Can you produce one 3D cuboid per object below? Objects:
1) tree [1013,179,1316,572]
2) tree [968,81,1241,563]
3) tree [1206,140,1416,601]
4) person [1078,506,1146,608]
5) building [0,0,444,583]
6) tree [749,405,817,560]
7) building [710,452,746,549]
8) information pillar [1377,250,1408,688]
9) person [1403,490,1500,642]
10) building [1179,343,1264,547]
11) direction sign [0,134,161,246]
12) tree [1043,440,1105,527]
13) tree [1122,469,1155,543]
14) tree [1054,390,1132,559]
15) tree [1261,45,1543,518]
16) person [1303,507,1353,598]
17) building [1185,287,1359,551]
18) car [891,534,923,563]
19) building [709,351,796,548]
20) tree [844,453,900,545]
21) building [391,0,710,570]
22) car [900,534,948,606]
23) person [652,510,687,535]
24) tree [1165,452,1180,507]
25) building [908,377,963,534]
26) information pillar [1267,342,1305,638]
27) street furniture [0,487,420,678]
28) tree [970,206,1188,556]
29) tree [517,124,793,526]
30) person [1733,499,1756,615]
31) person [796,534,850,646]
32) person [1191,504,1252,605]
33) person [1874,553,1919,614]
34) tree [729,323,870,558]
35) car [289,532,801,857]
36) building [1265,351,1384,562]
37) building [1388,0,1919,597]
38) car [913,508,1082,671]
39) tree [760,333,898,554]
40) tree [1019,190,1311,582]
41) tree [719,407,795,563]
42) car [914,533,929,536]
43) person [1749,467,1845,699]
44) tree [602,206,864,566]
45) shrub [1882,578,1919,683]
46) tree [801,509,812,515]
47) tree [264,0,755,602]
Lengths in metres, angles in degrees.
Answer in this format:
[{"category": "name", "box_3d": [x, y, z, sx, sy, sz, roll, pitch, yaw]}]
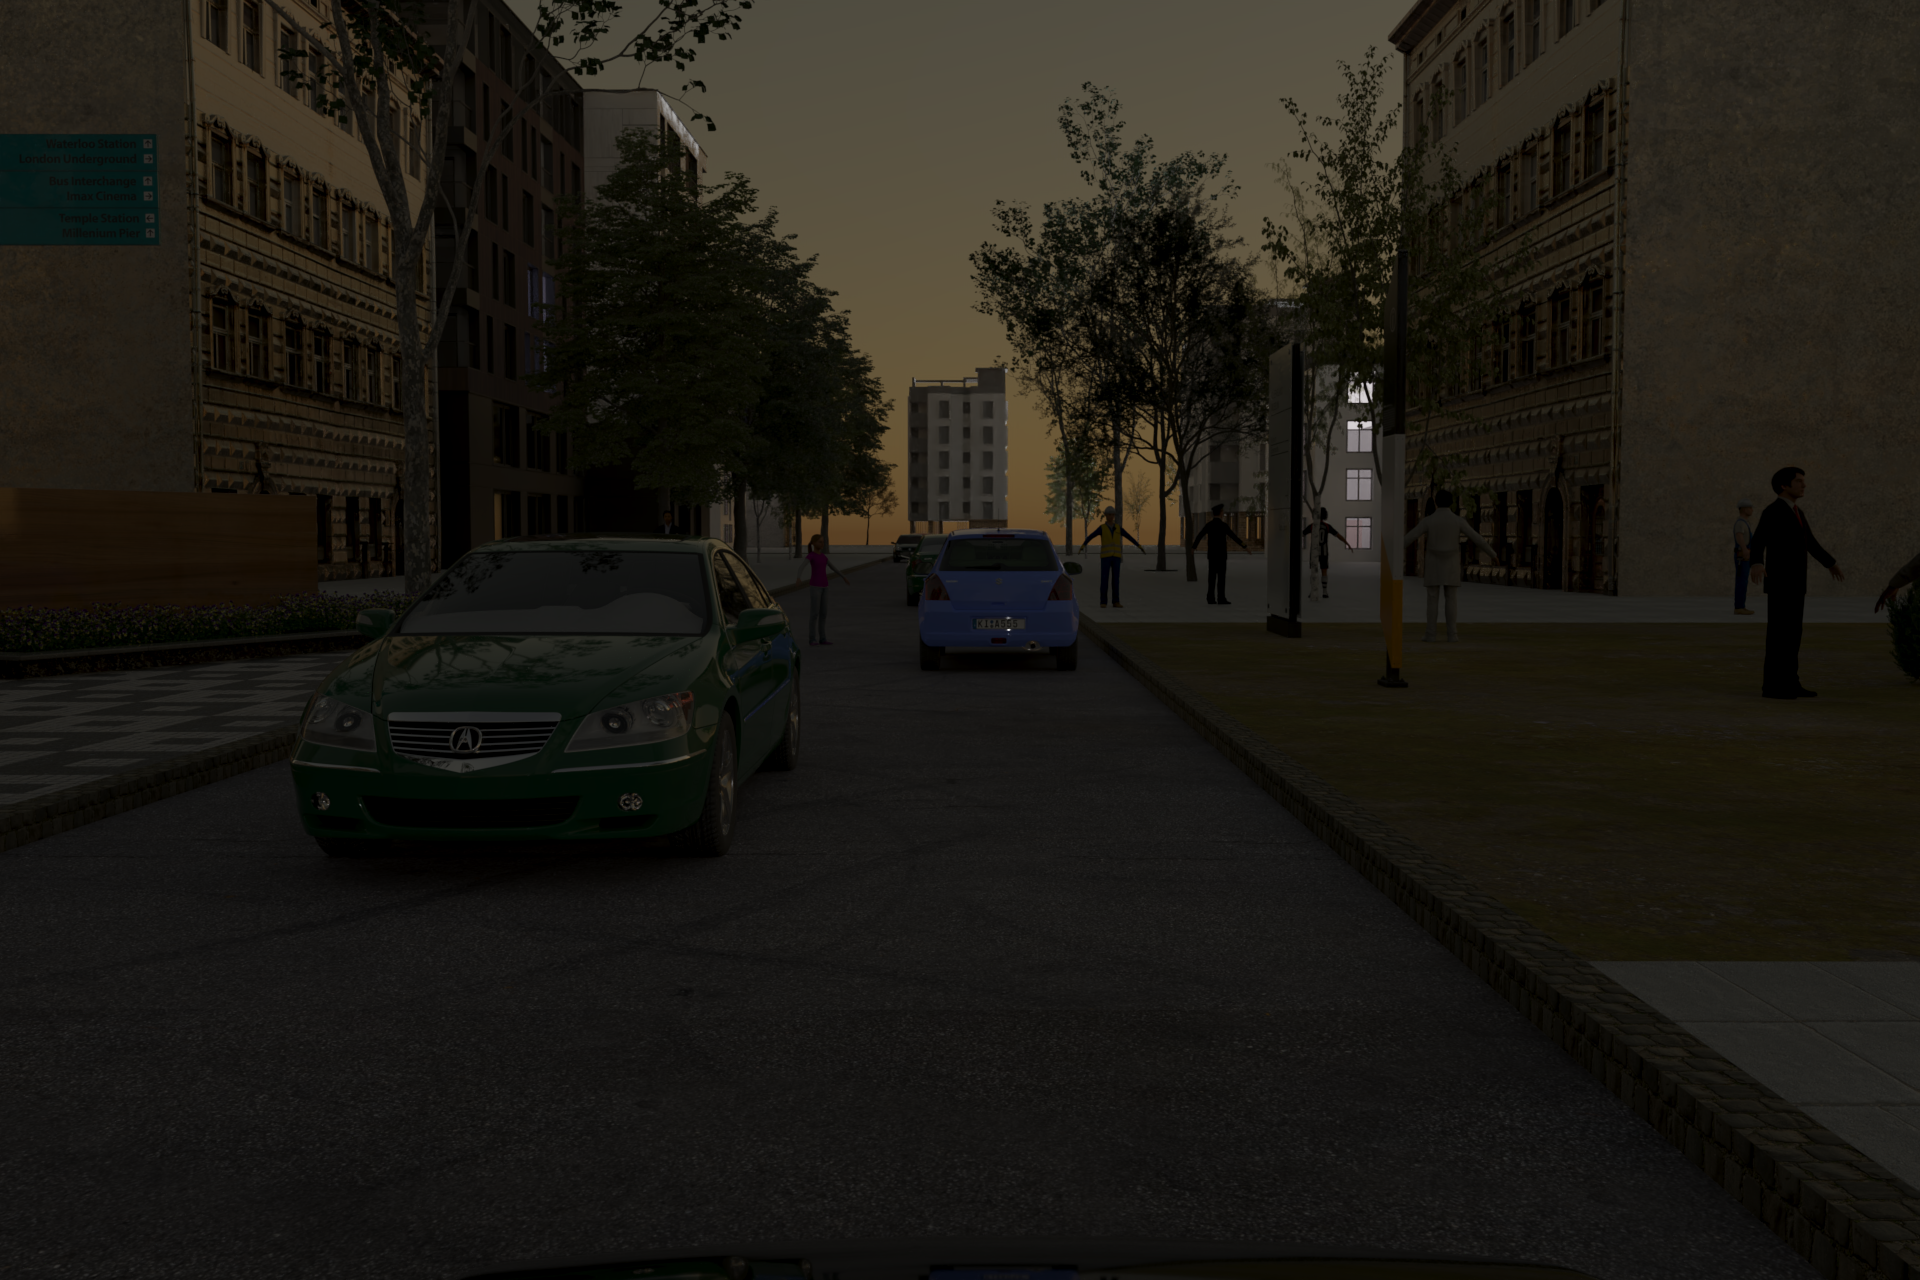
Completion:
[{"category": "tree", "box_3d": [7.088, -9.113, 59.359, 12.009, 13.543, 11.850, 0, 3, 0]}, {"category": "tree", "box_3d": [5.760, -13.436, 75.570, 12.611, 20.169, 13.585, 0, 3, 0]}, {"category": "tree", "box_3d": [6.775, -5.038, 32.736, 4.360, 8.622, 3.978, 0, 3, 0]}, {"category": "person", "box_3d": [2.636, -1.447, 30.126, 1.216, 1.772, 0.721, -1, 4, -11]}, {"category": "building", "box_3d": [-26.171, -13.201, 46.768, 19.493, 23.208, 18.063, 0, 4, 0]}, {"category": "tree", "box_3d": [-8.677, -8.300, 86.064, 4.737, 8.622, 4.395, 0, 3, 0]}, {"category": "building", "box_3d": [-22.948, -12.720, 150.115, 9.099, 9.664, 28.070, 0, 4, 1]}, {"category": "information pillar", "box_3d": [3.652, -1.421, 14.587, 0.183, 3.616, 0.504, 0, 4, 1]}, {"category": "person", "box_3d": [5.736, -0.882, 20.613, 1.347, 1.806, 0.705, 1, 4, 9]}, {"category": "building", "box_3d": [26.743, -19.178, 169.977, 16.016, 20.090, 11.380, 0, 3, 0]}, {"category": "direction sign", "box_3d": [-6.034, -1.357, 10.946, 2.525, 3.948, 1.411, 0, 4, 0]}, {"category": "tree", "box_3d": [13.296, -17.361, 201.972, 7.486, 12.596, 7.792, 0, 3, 0]}, {"category": "tree", "box_3d": [20.418, -15.023, 195.994, 4.360, 8.622, 3.978, 0, 3, 0]}, {"category": "tree", "box_3d": [6.552, -8.445, 88.432, 4.737, 8.622, 4.395, 0, 3, 0]}, {"category": "tree", "box_3d": [6.598, -4.653, 26.442, 4.737, 8.622, 4.395, 0, 3, 0]}, {"category": "person", "box_3d": [7.211, -1.751, 34.769, 1.345, 1.843, 0.704, 1, 4, 9]}, {"category": "building", "box_3d": [23.425, -17.337, 139.873, 16.016, 20.090, 11.380, 0, 4, 0]}, {"category": "car", "box_3d": [-2.483, -4.789, 88.088, 2.009, 1.686, 4.222, 0, 4, 0]}, {"category": "building", "box_3d": [-26.000, -20.929, 173.116, 19.493, 23.208, 18.063, 0, 4, 0]}, {"category": "tree", "box_3d": [-10.389, -16.230, 199.777, 7.601, 10.594, 8.767, 0, 4, -1]}, {"category": "building", "box_3d": [-27.818, -14.315, 78.027, 27.936, 21.610, 32.646, 0, 4, 1]}, {"category": "car", "box_3d": [-0.184, -1.474, 35.903, 2.131, 1.459, 4.920, 0, 4, -1]}, {"category": "person", "box_3d": [-5.648, -1.636, 33.462, 1.216, 1.740, 0.721, 0, 4, 0]}, {"category": "tree", "box_3d": [27.442, -16.866, 201.516, 9.928, 11.665, 9.643, 0, 3, 0]}, {"category": "building", "box_3d": [-5.718, -20.942, 201.276, 11.380, 20.090, 16.016, 0, 4, 1]}, {"category": "information pillar", "box_3d": [4.142, -1.881, 22.075, 0.184, 3.620, 1.656, 0, 4, 1]}, {"category": "street furniture", "box_3d": [-8.910, -0.759, 19.268, 9.812, 1.723, 11.010, 1, 4, 22]}, {"category": "tree", "box_3d": [7.143, -14.975, 100.724, 12.611, 20.169, 13.585, 0, 3, 0]}, {"category": "tree", "box_3d": [-8.571, -8.017, 49.199, 7.486, 12.596, 7.792, 0, 3, 0]}, {"category": "person", "box_3d": [12.512, -1.330, 27.605, 0.705, 1.847, 1.347, 2, 4, 28]}, {"category": "person", "box_3d": [-1.770, -0.642, 22.213, 0.599, 1.433, 0.991, 3, 4, 38]}, {"category": "person", "box_3d": [4.717, -1.570, 31.604, 0.705, 1.837, 1.347, -3, 5, -44]}, {"category": "person", "box_3d": [5.016, -0.117, 8.050, 1.348, 1.813, 0.705, 2, 4, 25]}, {"category": "tree", "box_3d": [-8.717, -10.656, 92.355, 7.486, 12.596, 7.792, 0, 3, 0]}, {"category": "car", "box_3d": [-1.919, 0.159, 9.205, 2.131, 1.459, 4.920, 0, 4, 1]}, {"category": "building", "box_3d": [20.739, -8.407, 79.596, 9.099, 9.664, 28.070, 0, 4, 1]}, {"category": "building", "box_3d": [22.684, -13.019, 43.784, 19.493, 23.208, 18.063, 0, 4, 0]}, {"category": "car", "box_3d": [0.425, -0.605, 19.488, 1.945, 1.707, 3.694, 0, 4, 1]}, {"category": "tree", "box_3d": [-8.633, -12.463, 110.417, 9.857, 13.997, 8.962, 0, 3, 0]}, {"category": "tree", "box_3d": [6.110, -6.879, 46.889, 8.767, 10.594, 7.601, -2, 4, -34]}, {"category": "tree", "box_3d": [-8.867, -7.731, 76.763, 4.360, 8.622, 3.978, 0, 3, 0]}, {"category": "car", "box_3d": [-2.225, -5.515, 99.208, 2.155, 1.783, 4.494, 0, 4, 0]}, {"category": "person", "box_3d": [6.504, -0.452, 13.574, 1.347, 1.806, 0.705, -3, 4, -38]}, {"category": "tree", "box_3d": [-8.604, -9.779, 66.541, 9.857, 13.997, 8.962, 0, 3, 0]}, {"category": "shrub", "box_3d": [8.369, -0.216, 14.656, 1.383, 1.207, 1.383, 0, 3, 0]}, {"category": "tree", "box_3d": [-20.103, -16.325, 201.333, 7.601, 10.594, 8.767, 0, 4, -2]}, {"category": "tree", "box_3d": [-8.213, -10.370, 25.447, 12.611, 20.169, 13.585, 0, 3, 0]}]
